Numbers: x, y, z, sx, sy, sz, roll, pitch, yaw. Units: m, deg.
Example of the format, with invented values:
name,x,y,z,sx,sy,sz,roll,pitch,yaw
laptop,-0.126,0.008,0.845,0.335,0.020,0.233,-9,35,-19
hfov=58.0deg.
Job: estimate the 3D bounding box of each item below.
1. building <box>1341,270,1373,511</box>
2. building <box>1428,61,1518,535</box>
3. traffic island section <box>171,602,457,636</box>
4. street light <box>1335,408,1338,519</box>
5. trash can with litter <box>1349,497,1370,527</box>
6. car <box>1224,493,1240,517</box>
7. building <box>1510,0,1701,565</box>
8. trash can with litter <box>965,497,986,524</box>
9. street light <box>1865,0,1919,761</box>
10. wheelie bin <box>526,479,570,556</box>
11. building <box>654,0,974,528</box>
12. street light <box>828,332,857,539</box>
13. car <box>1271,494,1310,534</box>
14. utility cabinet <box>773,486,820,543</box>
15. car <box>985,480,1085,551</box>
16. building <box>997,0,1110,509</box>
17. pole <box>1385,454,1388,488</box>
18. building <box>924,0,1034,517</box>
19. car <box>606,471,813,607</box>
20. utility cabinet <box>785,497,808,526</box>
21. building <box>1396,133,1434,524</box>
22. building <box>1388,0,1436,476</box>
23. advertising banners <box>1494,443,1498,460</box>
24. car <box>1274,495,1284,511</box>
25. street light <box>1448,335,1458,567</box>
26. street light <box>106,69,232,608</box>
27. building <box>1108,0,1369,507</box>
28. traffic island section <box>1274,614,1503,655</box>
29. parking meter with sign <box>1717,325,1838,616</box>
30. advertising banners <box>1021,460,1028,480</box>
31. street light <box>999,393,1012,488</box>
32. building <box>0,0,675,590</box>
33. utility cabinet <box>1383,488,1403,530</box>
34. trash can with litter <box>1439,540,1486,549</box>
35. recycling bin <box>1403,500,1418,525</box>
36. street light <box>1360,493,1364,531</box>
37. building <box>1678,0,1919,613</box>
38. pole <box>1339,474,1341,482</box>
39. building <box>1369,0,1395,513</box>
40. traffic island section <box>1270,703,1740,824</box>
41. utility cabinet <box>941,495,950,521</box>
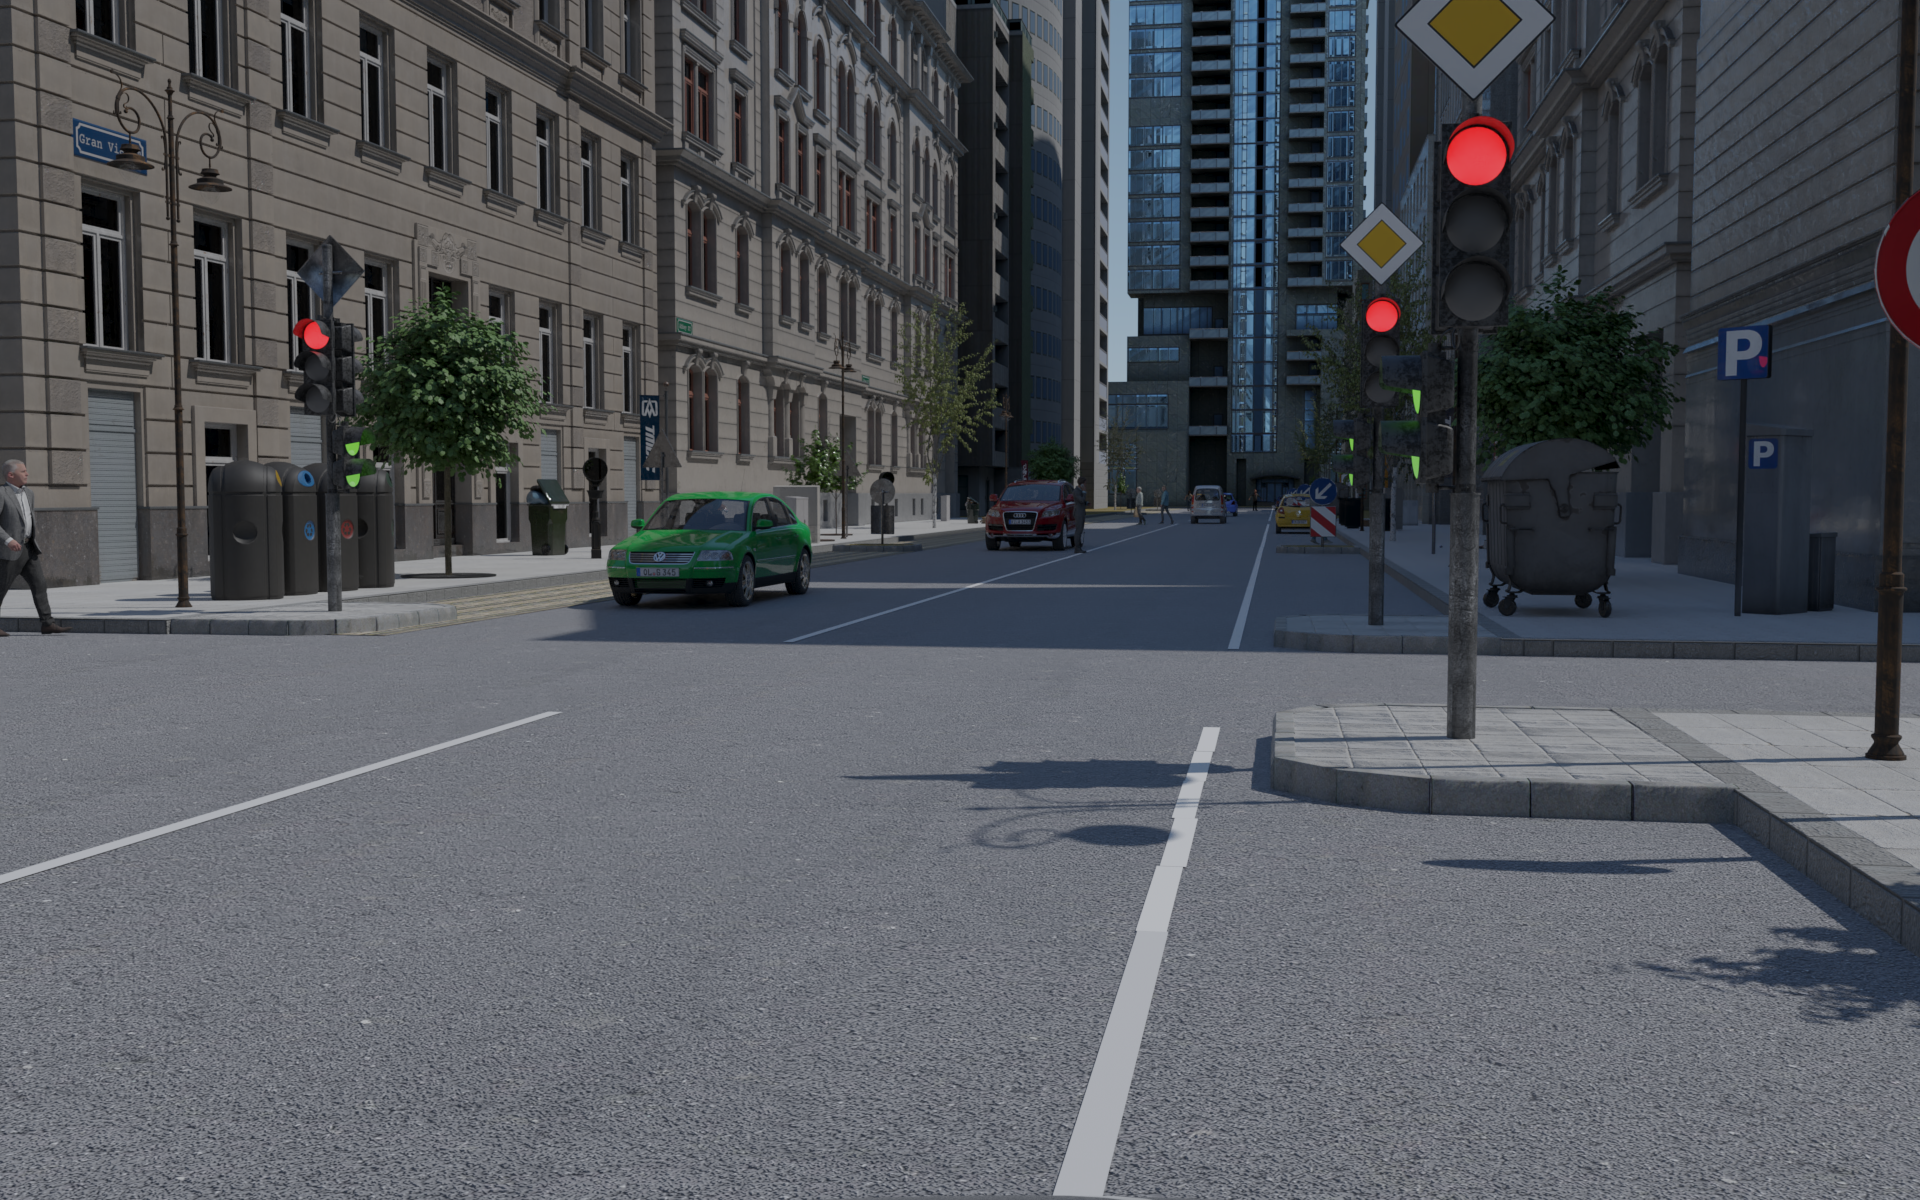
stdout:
name,x,y,z,sx,sy,sz,roll,pitch,yaw
building,46.768,-18.368,145.363,27.650,21.520,28.899,1,4,10
building,24.014,-14.924,62.026,12.078,24.808,19.932,1,4,10
traffic island section,-6.862,0.202,18.978,2.009,0.180,2.903,1,4,10
street light,19.400,-7.124,89.272,0.468,5.910,1.993,1,4,10
trash can with litter,15.782,-3.489,68.440,1.055,1.170,0.624,1,4,14
car,17.039,-6.248,111.749,1.945,1.707,3.694,1,4,11
building,20.872,-15.470,40.320,14.401,28.519,23.554,1,4,10
trash can with litter,0.777,-3.875,74.751,1.055,1.170,0.624,-1,4,-10
street light,4.493,-2.167,8.226,0.468,5.910,1.993,1,4,10
wheelie bin,-8.658,-1.735,36.273,0.693,1.594,0.980,2,4,25
building,-8.119,-18.095,83.249,14.401,28.519,23.554,1,4,10
street light,-3.340,-4.690,49.477,0.468,5.910,1.993,1,4,10
car,12.487,-3.276,63.782,2.015,1.641,3.980,1,4,11
utility cabinet,-4.236,-2.214,44.874,1.173,1.500,0.318,1,4,8
car,2.028,-2.260,45.621,2.281,1.827,5.304,1,4,12
building,-0.907,-37.606,156.861,28.212,58.520,21.231,1,4,10
pole,20.798,-5.545,84.510,0.158,3.312,0.155,0,3,0
building,-3.599,-20.184,101.717,14.160,30.474,14.107,1,4,10
car,-3.309,-0.901,23.531,1.959,1.807,4.718,1,4,10
utility cabinet,-4.073,-1.970,43.365,0.306,1.237,1.020,1,4,12
building,26.396,-13.828,80.847,10.420,20.320,16.860,1,4,10
building,31.524,-27.260,95.810,14.600,45.320,14.200,1,4,10
advertising banners,11.914,-2.565,38.124,0.090,3.025,2.074,1,4,9
car,27.762,-8.269,147.775,1.945,1.354,3.894,1,4,9
street light,8.679,-3.517,30.286,0.468,5.910,1.993,1,4,10
street light,-8.795,-2.854,19.444,0.468,5.910,1.993,1,4,10
building,30.247,-53.416,186.028,31.000,86.520,22.319,1,4,10
traffic island section,4.097,0.325,16.975,2.009,0.180,2.903,1,4,10
parking meter with sign,8.820,-1.366,18.600,1.738,3.016,0.543,-3,4,-38
advertising banners,3.896,-5.717,89.659,2.074,3.025,0.090,-3,5,-40
street light,2.107,-6.500,79.068,0.468,5.910,1.993,1,4,10
building,-15.793,-14.555,35.241,12.463,27.353,25.104,1,4,10
utility cabinet,15.294,-3.235,61.575,1.173,1.500,0.318,-3,5,-44
trash can with litter,12.261,-1.839,41.120,1.678,1.210,2.233,1,4,16
recycling bin,18.357,-3.577,71.045,0.722,1.027,0.722,0,4,0
street light,13.922,-5.322,59.800,0.468,5.910,1.993,1,4,10
building,19.526,-10.519,21.138,18.267,20.994,9.793,1,4,10
pole,19.897,-5.904,90.379,0.158,3.312,0.155,0,3,0
building,38.551,-35.094,115.786,21.231,58.520,28.212,1,4,10
traffic island section,2.659,0.805,9.120,2.009,0.180,2.903,1,4,10
utility cabinet,-0.700,-4.320,81.790,0.306,1.237,1.020,1,4,8
